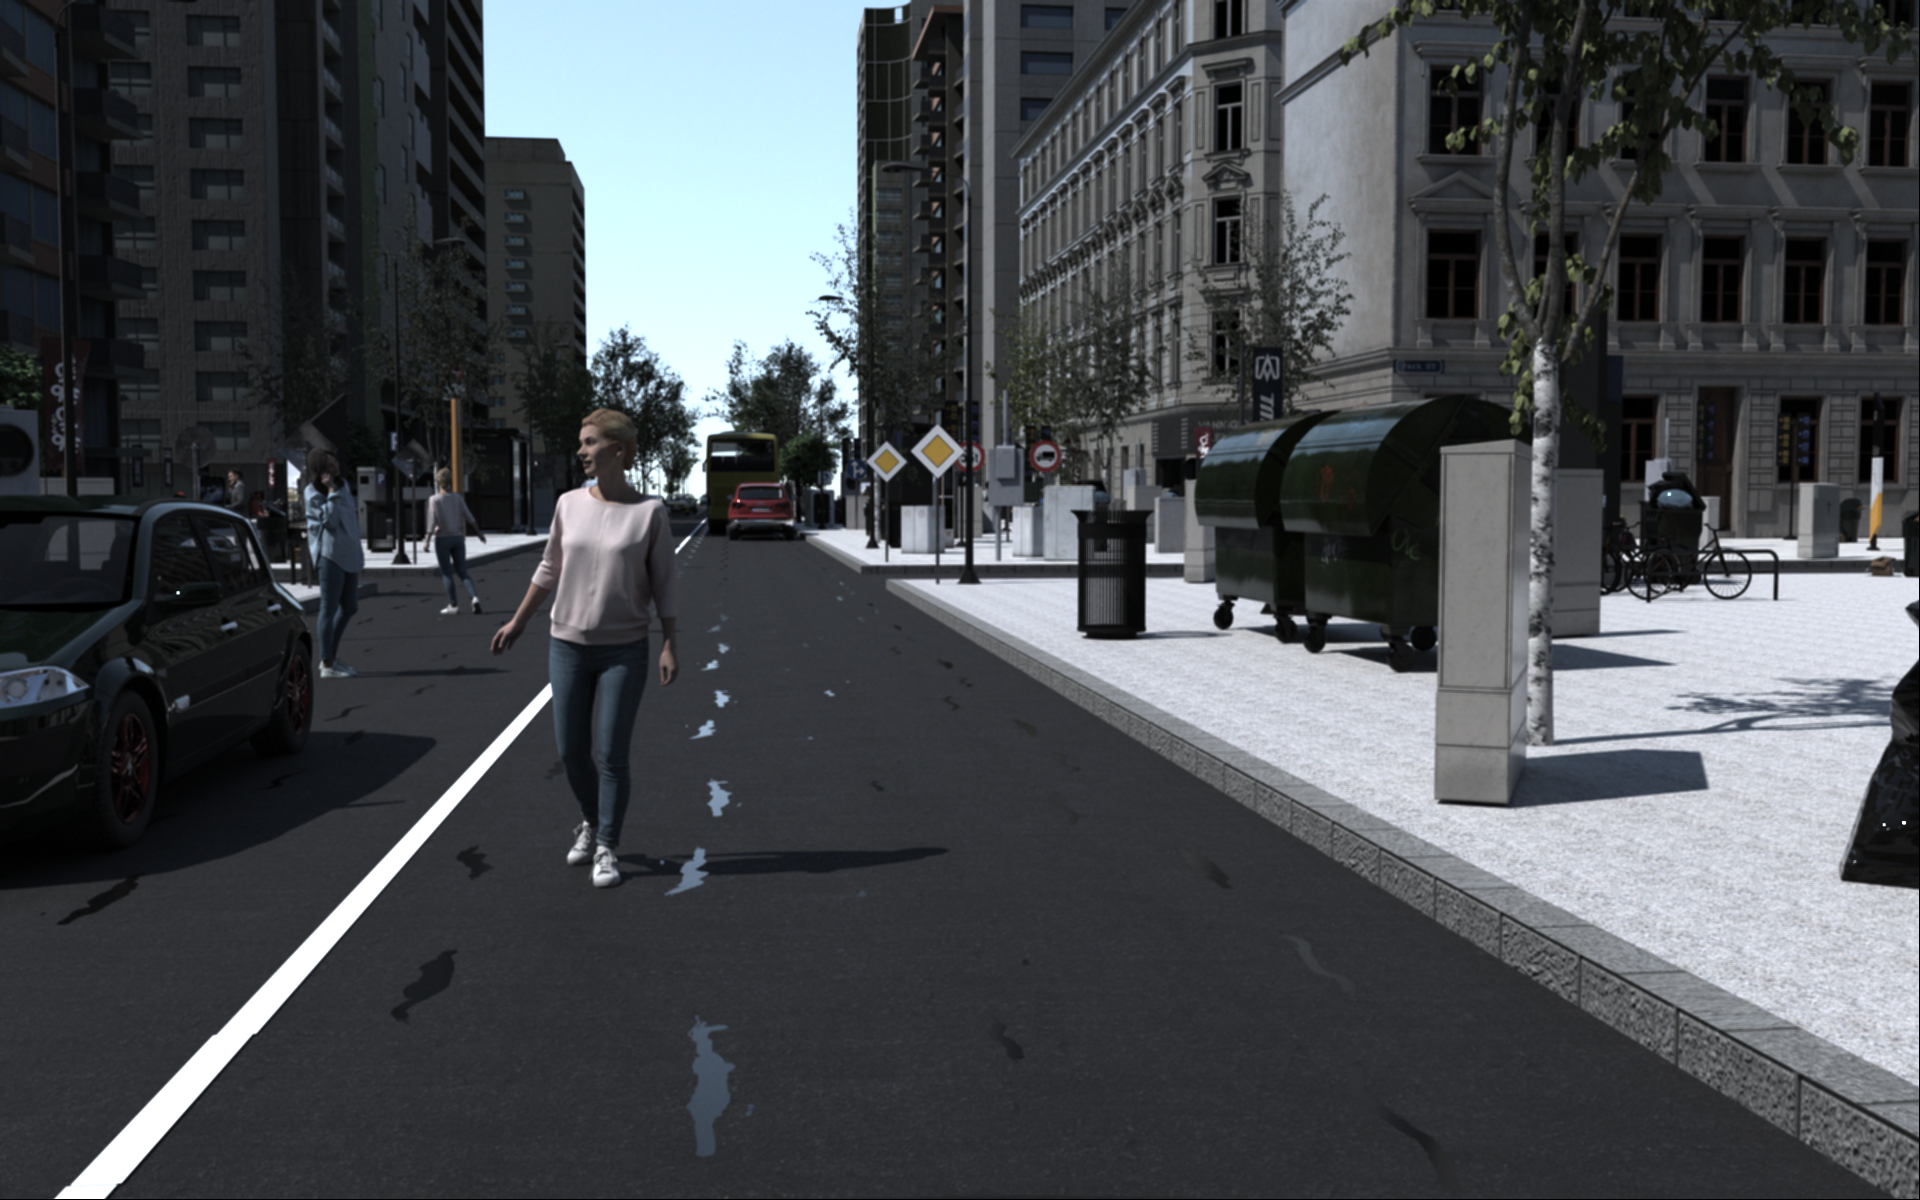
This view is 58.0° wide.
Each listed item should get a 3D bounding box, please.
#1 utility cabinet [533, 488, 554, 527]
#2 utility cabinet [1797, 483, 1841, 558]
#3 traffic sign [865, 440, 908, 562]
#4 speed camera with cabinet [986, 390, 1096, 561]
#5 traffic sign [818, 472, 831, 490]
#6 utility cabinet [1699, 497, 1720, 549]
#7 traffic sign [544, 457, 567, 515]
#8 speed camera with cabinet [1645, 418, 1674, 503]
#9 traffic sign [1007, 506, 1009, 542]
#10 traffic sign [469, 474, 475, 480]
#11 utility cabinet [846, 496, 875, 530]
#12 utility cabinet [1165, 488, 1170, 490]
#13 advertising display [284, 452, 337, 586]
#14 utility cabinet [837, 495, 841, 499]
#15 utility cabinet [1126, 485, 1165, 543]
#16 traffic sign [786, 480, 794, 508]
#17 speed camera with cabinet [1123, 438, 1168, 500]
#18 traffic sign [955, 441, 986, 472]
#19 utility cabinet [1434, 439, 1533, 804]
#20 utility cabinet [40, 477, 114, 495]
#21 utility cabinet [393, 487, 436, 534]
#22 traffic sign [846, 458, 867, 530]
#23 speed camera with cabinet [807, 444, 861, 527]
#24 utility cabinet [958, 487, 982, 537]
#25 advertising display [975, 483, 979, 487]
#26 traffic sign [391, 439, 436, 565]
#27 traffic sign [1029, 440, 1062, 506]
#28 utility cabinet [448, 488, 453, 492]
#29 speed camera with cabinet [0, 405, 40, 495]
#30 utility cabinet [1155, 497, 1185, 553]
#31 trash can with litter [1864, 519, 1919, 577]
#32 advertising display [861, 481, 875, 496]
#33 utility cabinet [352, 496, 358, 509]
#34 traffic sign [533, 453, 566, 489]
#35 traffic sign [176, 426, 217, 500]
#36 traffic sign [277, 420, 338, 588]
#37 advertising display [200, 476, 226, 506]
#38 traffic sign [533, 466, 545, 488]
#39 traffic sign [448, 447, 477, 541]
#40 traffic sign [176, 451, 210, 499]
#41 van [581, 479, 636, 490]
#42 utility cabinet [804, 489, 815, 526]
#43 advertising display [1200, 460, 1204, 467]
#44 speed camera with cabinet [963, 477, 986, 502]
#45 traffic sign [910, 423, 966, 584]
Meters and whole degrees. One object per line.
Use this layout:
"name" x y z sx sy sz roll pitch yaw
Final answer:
"utility cabinet" -16.041 -3.516 66.164 1.173 1.500 0.318 2 4 25
"utility cabinet" 17.088 -1.575 34.423 1.173 1.500 0.318 -3 5 -40
"traffic sign" -1.377 -1.767 32.525 0.795 2.450 0.064 0 4 -8
"speed camera with cabinet" 1.578 -2.379 33.230 2.038 3.252 0.660 0 4 4
"traffic sign" -6.044 -4.609 77.480 0.606 2.300 0.079 0 4 -5
"utility cabinet" 17.608 -1.830 41.087 0.306 1.237 1.020 0 4 -6
"traffic sign" -13.854 -3.620 59.290 0.768 2.556 0.104 0 4 -7
"speed camera with cabinet" 18.665 -3.149 45.820 0.660 3.252 2.038 3 4 36
"traffic sign" 1.291 -2.727 46.716 0.606 2.300 0.079 0 4 -7
"traffic sign" -17.890 -3.914 64.103 0.768 2.556 0.104 0 4 -1
"utility cabinet" -3.594 -3.146 62.605 1.020 1.237 0.306 1 4 8
"utility cabinet" 7.993 -3.510 66.066 0.318 1.500 1.173 1 4 15
"advertising display" -9.082 -1.164 24.253 0.974 1.923 0.123 2 4 32
"utility cabinet" -6.083 -4.787 89.435 0.306 1.237 1.020 1 4 13
"utility cabinet" 4.781 -2.225 45.059 0.318 1.500 1.173 3 5 42
"traffic sign" -8.910 -5.662 92.579 0.884 2.594 0.081 0 4 -7
"speed camera with cabinet" 6.693 -4.153 62.244 0.660 3.252 2.038 3 5 43
"traffic sign" 0.225 -2.523 41.353 0.768 2.556 0.104 0 4 -2
"utility cabinet" 2.301 0.065 7.610 0.318 1.500 1.173 1 4 21
"utility cabinet" -12.097 -0.902 23.422 1.173 1.500 0.318 -3 5 -40
"utility cabinet" -17.517 -2.866 55.535 1.173 1.500 0.318 -1 4 -9
"traffic sign" -3.709 -3.791 62.087 0.768 2.556 0.104 0 4 -7
"speed camera with cabinet" -4.935 -4.486 67.687 2.038 3.252 0.660 -1 4 -19
"utility cabinet" 0.070 -2.597 51.137 1.173 1.500 0.318 0 4 4
"advertising display" 0.599 -5.593 96.659 0.974 1.923 0.123 0 4 2
"traffic sign" -9.899 -1.698 31.411 0.795 2.450 0.064 0 4 -8
"traffic sign" 1.998 -2.479 40.644 0.768 2.556 0.104 0 4 -7
"utility cabinet" -18.401 -3.263 62.036 1.173 1.500 0.318 0 4 4
"speed camera with cabinet" -21.763 -2.813 40.323 0.660 3.252 2.038 2 4 32
"utility cabinet" 4.754 -1.621 37.665 1.020 1.237 0.306 -1 4 -15
"trash can with litter" 14.642 -0.946 26.862 1.055 1.170 0.624 2 4 35
"advertising display" -4.612 -5.065 88.031 0.974 1.923 0.123 1 4 13
"utility cabinet" -21.512 -3.088 61.655 0.306 1.237 1.020 3 5 40
"traffic sign" -20.571 -5.604 85.499 2.265 3.308 0.079 0 3 0
"traffic sign" -14.279 -1.974 32.387 0.768 2.556 0.104 0 4 2
"traffic sign" -8.841 -1.214 23.496 0.795 2.450 0.064 0 4 -8
"advertising display" -27.373 -3.563 63.475 0.974 1.923 0.123 1 4 12
"traffic sign" -19.400 -4.848 79.373 0.768 2.556 0.104 0 4 -2
"traffic sign" -13.468 -2.865 46.949 0.768 2.556 0.104 0 4 -7
"traffic sign" -15.103 -2.086 34.210 0.768 2.556 0.104 0 4 1
"van" -9.219 -2.339 45.259 2.013 2.044 4.112 0 4 -8
"utility cabinet" -6.032 -3.731 69.687 0.318 1.500 1.173 0 4 2
"advertising display" 4.881 -1.710 33.170 0.123 1.923 0.974 3 4 38
"speed camera with cabinet" 1.318 -5.176 78.970 2.038 3.252 0.660 0 4 8
"traffic sign" -0.320 -1.282 24.610 0.795 2.450 0.064 0 4 -8
